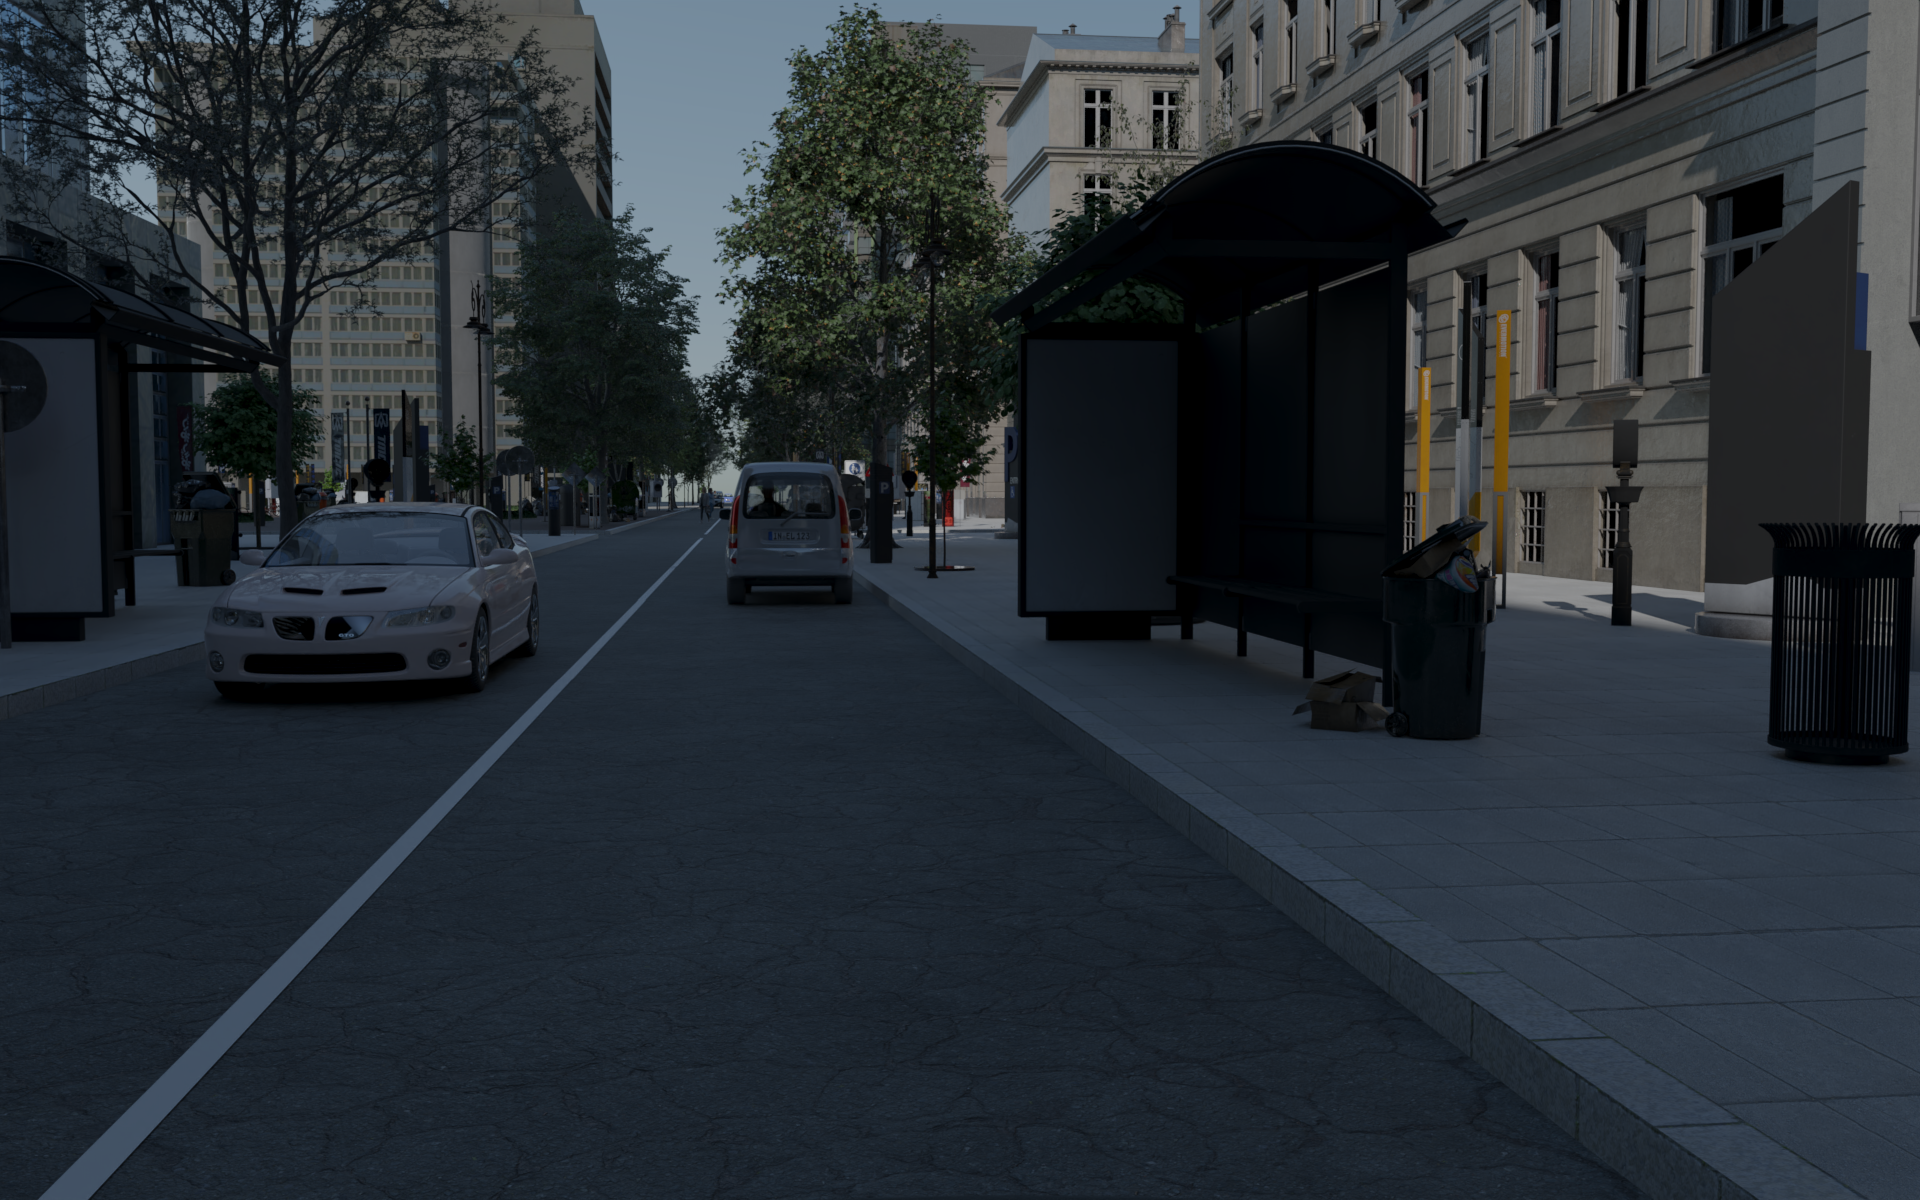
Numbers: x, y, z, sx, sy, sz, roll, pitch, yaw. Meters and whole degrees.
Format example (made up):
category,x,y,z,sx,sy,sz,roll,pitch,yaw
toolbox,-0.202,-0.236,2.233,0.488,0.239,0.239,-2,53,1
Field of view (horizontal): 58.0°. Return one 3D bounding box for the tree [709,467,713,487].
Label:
category,x,y,z,sx,sy,sz,roll,pitch,yaw
tree,-40.068,-19.548,269.973,4.360,8.622,3.978,0,3,0

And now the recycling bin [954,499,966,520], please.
category,x,y,z,sx,sy,sz,roll,pitch,yaw
recycling bin,-0.114,-4.407,84.602,0.722,1.027,0.722,1,4,9

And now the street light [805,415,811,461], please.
category,x,y,z,sx,sy,sz,roll,pitch,yaw
street light,-7.110,-6.571,80.217,0.468,5.910,1.993,0,4,-7

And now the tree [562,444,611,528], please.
category,x,y,z,sx,sy,sz,roll,pitch,yaw
tree,-14.153,-4.396,66.482,1.663,3.219,1.824,0,3,0

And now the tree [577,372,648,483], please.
category,x,y,z,sx,sy,sz,roll,pitch,yaw
tree,-18.029,-8.584,90.704,4.360,8.622,3.978,0,3,0

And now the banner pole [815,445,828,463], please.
category,x,y,z,sx,sy,sz,roll,pitch,yaw
banner pole,-6.699,-5.795,84.758,0.863,3.779,0.401,-2,4,-26

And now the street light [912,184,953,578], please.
category,x,y,z,sx,sy,sz,roll,pitch,yaw
street light,-0.419,-3.269,26.230,0.468,5.910,1.993,0,4,-7

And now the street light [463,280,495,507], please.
category,x,y,z,sx,sy,sz,roll,pitch,yaw
street light,-10.395,-3.960,37.541,0.468,5.910,1.993,0,4,-7

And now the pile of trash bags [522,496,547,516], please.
category,x,y,z,sx,sy,sz,roll,pitch,yaw
pile of trash bags,-24.369,-5.620,101.634,3.447,1.369,1.912,3,4,38

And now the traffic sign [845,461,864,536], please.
category,x,y,z,sx,sy,sz,roll,pitch,yaw
traffic sign,-3.213,-3.110,52.980,0.606,2.300,0.079,0,4,2

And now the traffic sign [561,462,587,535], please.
category,x,y,z,sx,sy,sz,roll,pitch,yaw
traffic sign,-12.068,-3.093,54.220,0.795,2.450,0.064,0,4,-7

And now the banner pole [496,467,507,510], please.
category,x,y,z,sx,sy,sz,roll,pitch,yaw
banner pole,-29.868,-7.523,113.021,0.863,3.779,0.401,-2,4,-31

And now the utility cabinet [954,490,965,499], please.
category,x,y,z,sx,sy,sz,roll,pitch,yaw
utility cabinet,-0.156,-4.971,89.955,0.318,1.500,1.173,-2,4,-33

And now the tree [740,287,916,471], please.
category,x,y,z,sx,sy,sz,roll,pitch,yaw
tree,-5.013,-8.471,72.916,7.601,10.594,8.767,-3,4,-36

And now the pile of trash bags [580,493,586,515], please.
category,x,y,z,sx,sy,sz,roll,pitch,yaw
pile of trash bags,-23.985,-6.022,108.210,3.447,1.369,1.912,-2,4,-31

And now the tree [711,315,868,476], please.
category,x,y,z,sx,sy,sz,roll,pitch,yaw
tree,-9.387,-11.503,98.440,12.009,13.543,11.850,0,3,0

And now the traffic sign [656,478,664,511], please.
category,x,y,z,sx,sy,sz,roll,pitch,yaw
traffic sign,-23.465,-8.258,135.120,0.768,2.556,0.104,0,4,-5

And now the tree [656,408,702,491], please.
category,x,y,z,sx,sy,sz,roll,pitch,yaw
tree,-23.661,-11.795,143.217,4.737,8.622,4.395,0,3,0

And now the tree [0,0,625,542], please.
category,x,y,z,sx,sy,sz,roll,pitch,yaw
tree,-10.426,-7.081,26.151,12.009,13.543,11.850,0,3,0

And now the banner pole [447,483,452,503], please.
category,x,y,z,sx,sy,sz,roll,pitch,yaw
banner pole,-37.321,-8.381,127.043,0.863,3.779,0.401,-2,4,-30

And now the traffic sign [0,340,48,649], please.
category,x,y,z,sx,sy,sz,roll,pitch,yaw
traffic sign,-7.931,-0.870,14.324,0.768,2.556,0.104,0,4,-4

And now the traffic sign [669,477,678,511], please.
category,x,y,z,sx,sy,sz,roll,pitch,yaw
traffic sign,-22.039,-8.119,132.847,0.768,2.556,0.104,0,4,0

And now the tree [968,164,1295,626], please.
category,x,y,z,sx,sy,sz,roll,pitch,yaw
tree,1.809,-2.056,17.337,4.285,4.588,4.351,0,3,0

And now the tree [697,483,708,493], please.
category,x,y,z,sx,sy,sz,roll,pitch,yaw
tree,-38.987,-16.410,262.906,1.663,3.219,1.824,0,3,0

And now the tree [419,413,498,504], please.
category,x,y,z,sx,sy,sz,roll,pitch,yaw
tree,-11.835,-2.871,41.548,1.663,3.219,1.824,0,3,0

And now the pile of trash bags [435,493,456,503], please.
category,x,y,z,sx,sy,sz,roll,pitch,yaw
pile of trash bags,-31.454,-5.852,105.433,1.912,1.369,3.447,0,4,3

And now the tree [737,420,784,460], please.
category,x,y,z,sx,sy,sz,roll,pitch,yaw
tree,-19.405,-15.926,178.524,7.486,12.596,7.792,0,3,0

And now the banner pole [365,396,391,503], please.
category,x,y,z,sx,sy,sz,roll,pitch,yaw
banner pole,-14.970,-3.329,44.454,0.863,3.779,0.401,1,4,11

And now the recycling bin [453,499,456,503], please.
category,x,y,z,sx,sy,sz,roll,pitch,yaw
recycling bin,-28.060,-5.189,97.402,0.722,1.027,0.722,-2,4,-35

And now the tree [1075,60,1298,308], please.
category,x,y,z,sx,sy,sz,roll,pitch,yaw
tree,3.807,-4.906,30.578,4.360,8.622,3.978,0,3,0

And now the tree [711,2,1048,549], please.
category,x,y,z,sx,sy,sz,roll,pitch,yaw
tree,-1.809,-7.564,40.683,9.611,12.733,9.660,0,3,0

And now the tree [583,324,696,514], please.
category,x,y,z,sx,sy,sz,roll,pitch,yaw
tree,-20.399,-11.743,110.127,7.486,12.596,7.792,0,3,0

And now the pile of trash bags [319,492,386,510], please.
category,x,y,z,sx,sy,sz,roll,pitch,yaw
pile of trash bags,-28.278,-4.297,80.010,3.447,1.369,1.912,1,4,12

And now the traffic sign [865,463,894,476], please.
category,x,y,z,sx,sy,sz,roll,pitch,yaw
traffic sign,-2.396,-3.162,51.708,0.884,2.594,0.081,0,4,1

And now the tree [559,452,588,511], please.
category,x,y,z,sx,sy,sz,roll,pitch,yaw
tree,-29.267,-9.116,132.762,4.285,4.588,4.351,0,3,0

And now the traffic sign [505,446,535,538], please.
category,x,y,z,sx,sy,sz,roll,pitch,yaw
traffic sign,-11.567,-2.780,45.566,0.768,2.556,0.104,0,4,-6

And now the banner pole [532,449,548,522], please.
category,x,y,z,sx,sy,sz,roll,pitch,yaw
banner pole,-19.440,-5.511,80.121,0.863,3.779,0.401,-3,5,-44

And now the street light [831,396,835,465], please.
category,x,y,z,sx,sy,sz,roll,pitch,yaw
street light,-4.020,-5.016,54.795,0.468,5.910,1.993,0,4,-7

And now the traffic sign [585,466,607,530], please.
category,x,y,z,sx,sy,sz,roll,pitch,yaw
traffic sign,-13.055,-3.578,62.145,0.795,2.450,0.064,0,4,-7

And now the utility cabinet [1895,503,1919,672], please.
category,x,y,z,sx,sy,sz,roll,pitch,yaw
utility cabinet,7.296,-0.076,12.397,1.020,1.237,0.306,2,4,34

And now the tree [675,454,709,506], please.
category,x,y,z,sx,sy,sz,roll,pitch,yaw
tree,-29.541,-14.529,187.912,4.360,8.622,3.978,0,3,0

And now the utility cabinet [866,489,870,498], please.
category,x,y,z,sx,sy,sz,roll,pitch,yaw
utility cabinet,-3.900,-3.781,70.491,0.318,1.500,1.173,3,4,39

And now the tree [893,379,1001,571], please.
category,x,y,z,sx,sy,sz,roll,pitch,yaw
tree,-0.127,-2.112,29.128,1.663,3.219,1.824,0,3,0

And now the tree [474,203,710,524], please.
category,x,y,z,sx,sy,sz,roll,pitch,yaw
tree,-15.735,-10.298,75.034,9.857,13.997,8.962,0,3,0

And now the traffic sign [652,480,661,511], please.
category,x,y,z,sx,sy,sz,roll,pitch,yaw
traffic sign,-22.458,-7.713,128.235,0.606,2.300,0.079,0,4,-7

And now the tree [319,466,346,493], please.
category,x,y,z,sx,sy,sz,roll,pitch,yaw
tree,-39.269,-6.934,107.968,1.663,3.219,1.824,0,3,0

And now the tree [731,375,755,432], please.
category,x,y,z,sx,sy,sz,roll,pitch,yaw
tree,-29.688,-24.568,257.571,12.611,20.169,13.585,0,3,0

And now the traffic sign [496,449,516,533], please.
category,x,y,z,sx,sy,sz,roll,pitch,yaw
traffic sign,-12.789,-2.999,49.148,0.768,2.556,0.104,0,3,0

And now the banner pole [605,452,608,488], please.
category,x,y,z,sx,sy,sz,roll,pitch,yaw
banner pole,-17.990,-5.960,87.467,0.401,3.779,0.863,1,4,21

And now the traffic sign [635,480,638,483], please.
category,x,y,z,sx,sy,sz,roll,pitch,yaw
traffic sign,-24.055,-7.822,127.887,0.884,2.594,0.081,0,4,1

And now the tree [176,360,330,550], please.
category,x,y,z,sx,sy,sz,roll,pitch,yaw
tree,-16.309,-3.465,40.374,4.285,4.588,4.351,0,3,0

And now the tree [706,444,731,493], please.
category,x,y,z,sx,sy,sz,roll,pitch,yaw
tree,-41.388,-22.029,285.923,9.928,11.665,9.643,0,3,0

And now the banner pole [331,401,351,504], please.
category,x,y,z,sx,sy,sz,roll,pitch,yaw
banner pole,-16.652,-3.469,46.728,0.863,3.779,0.401,2,4,26
